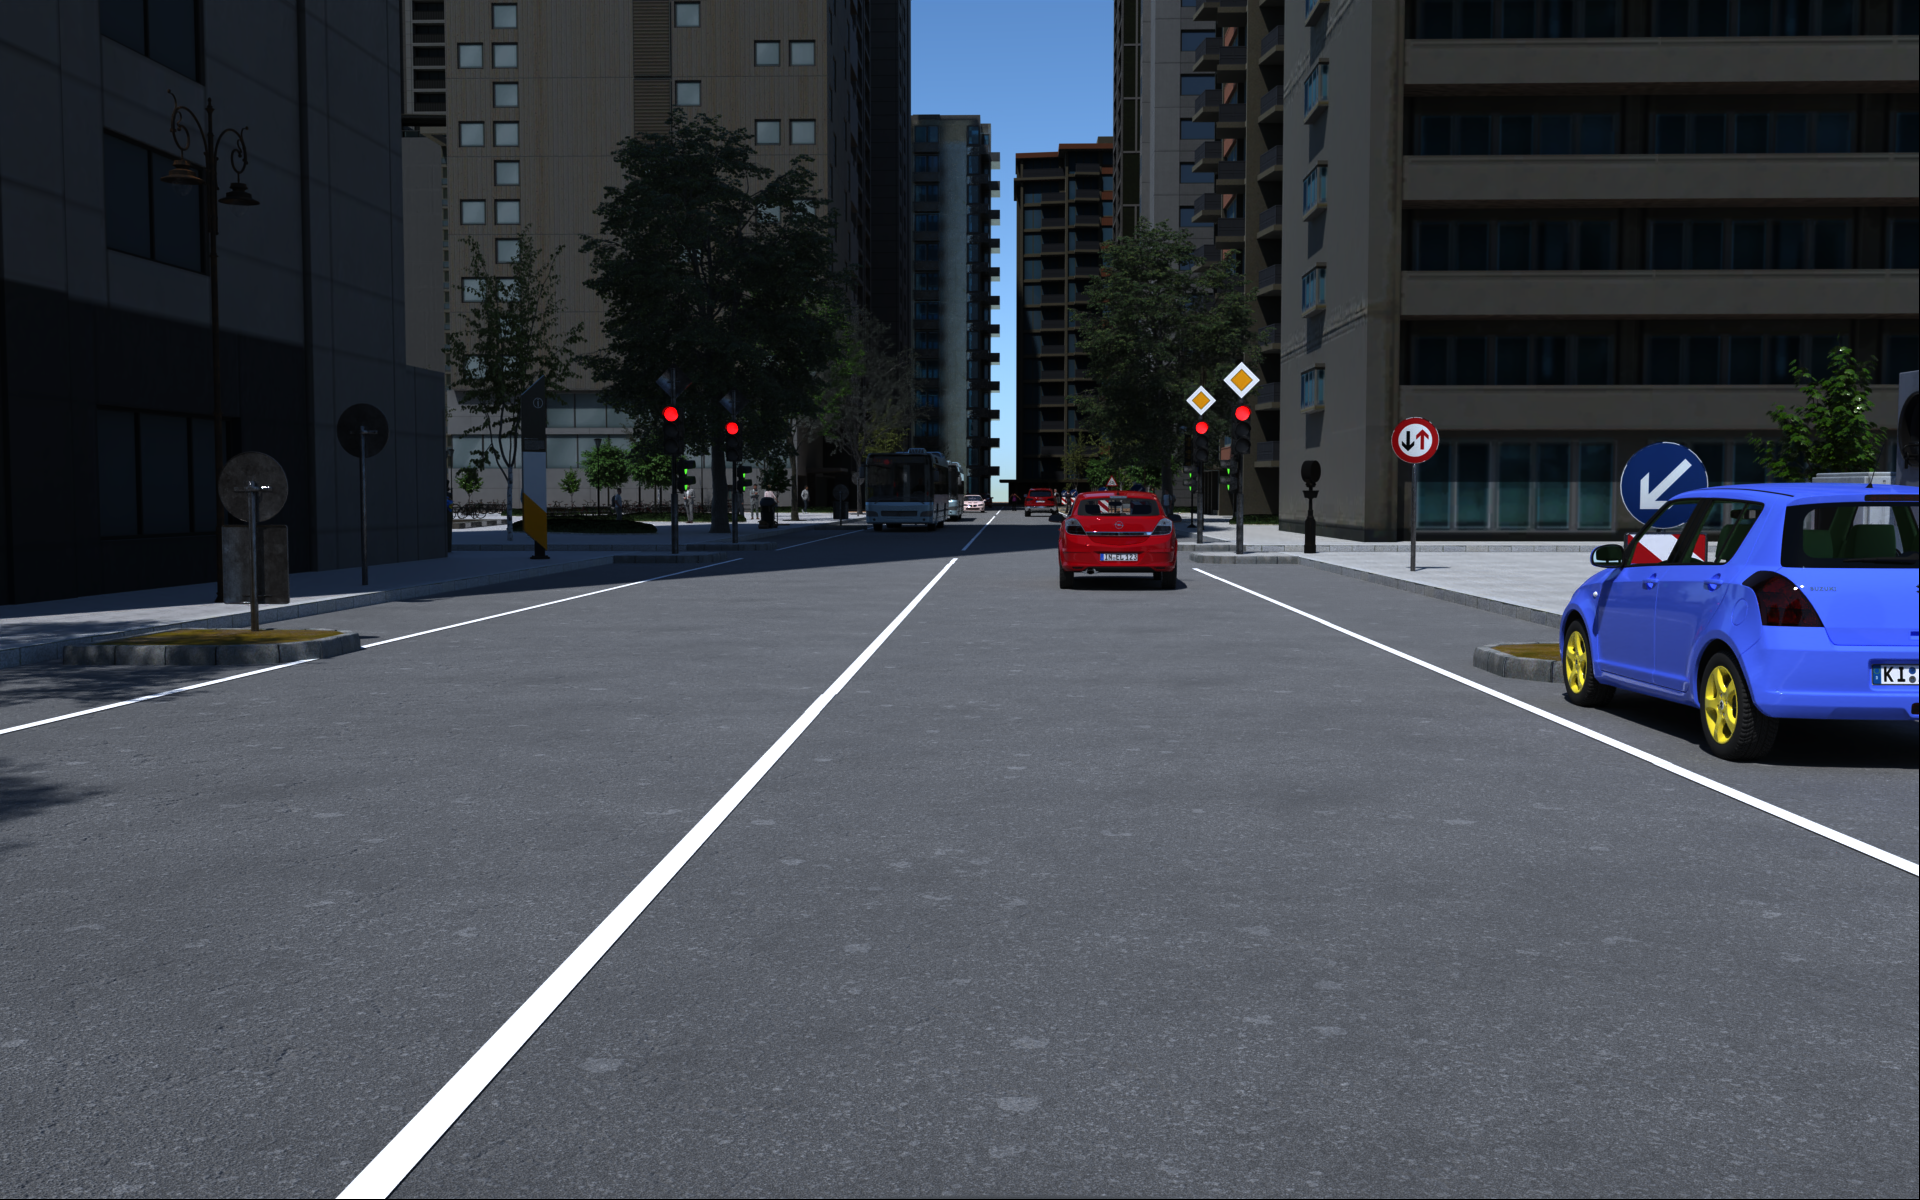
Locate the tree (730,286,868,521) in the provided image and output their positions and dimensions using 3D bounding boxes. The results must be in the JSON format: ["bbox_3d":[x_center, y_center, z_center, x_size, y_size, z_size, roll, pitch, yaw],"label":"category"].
[{"bbox_3d":[-8.058,-9.585,82.474,9.928,11.665,9.643,0,3,0],"label":"tree"}]

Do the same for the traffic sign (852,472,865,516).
[{"bbox_3d":[-5.851,-6.070,99.344,0.768,2.556,0.104,1,4,9],"label":"traffic sign"}]

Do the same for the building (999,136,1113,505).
[{"bbox_3d":[19.458,-34.268,214.910,28.867,44.769,22.147,0,4,2],"label":"building"}]

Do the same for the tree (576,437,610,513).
[{"bbox_3d":[-20.183,-7.044,98.879,4.285,4.588,4.351,0,3,0],"label":"tree"}]

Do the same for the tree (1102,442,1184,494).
[{"bbox_3d":[10.544,-6.744,93.980,4.285,4.588,4.351,0,3,0],"label":"tree"}]

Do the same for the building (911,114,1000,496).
[{"bbox_3d":[-10.190,-36.584,217.757,30.456,49.044,23.786,0,4,2],"label":"building"}]

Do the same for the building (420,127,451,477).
[{"bbox_3d":[-38.515,-29.771,178.634,23.993,40.220,32.217,0,4,2],"label":"building"}]

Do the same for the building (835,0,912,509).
[{"bbox_3d":[-15.935,-45.536,182.769,20.611,71.187,20.563,0,4,2],"label":"building"}]

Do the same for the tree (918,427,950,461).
[{"bbox_3d":[-3.161,-14.661,190.067,4.360,8.622,3.978,0,3,0],"label":"tree"}]

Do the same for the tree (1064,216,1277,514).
[{"bbox_3d":[9.449,-10.531,78.832,9.857,13.997,8.962,0,3,0],"label":"tree"}]

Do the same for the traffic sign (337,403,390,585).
[{"bbox_3d":[-8.391,-1.483,24.347,0.768,2.556,0.104,0,4,5],"label":"traffic sign"}]

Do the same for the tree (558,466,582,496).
[{"bbox_3d":[-26.573,-7.543,117.927,1.663,3.219,1.824,0,3,0],"label":"tree"}]

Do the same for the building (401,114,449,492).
[{"bbox_3d":[-58.108,-30.920,189.131,14.086,41.232,14.154,0,4,2],"label":"building"}]

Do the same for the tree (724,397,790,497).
[{"bbox_3d":[-11.197,-9.008,97.651,4.360,8.622,3.978,0,3,0],"label":"tree"}]

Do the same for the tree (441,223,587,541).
[{"bbox_3d":[-12.437,-5.961,47.825,4.737,8.622,4.395,0,3,0],"label":"tree"}]

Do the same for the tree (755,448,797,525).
[{"bbox_3d":[-7.422,-4.690,71.286,1.663,3.219,1.824,0,3,0],"label":"tree"}]

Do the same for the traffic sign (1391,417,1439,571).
[{"bbox_3d":[7.529,-1.750,28.714,0.768,2.556,0.104,1,4,11],"label":"traffic sign"}]

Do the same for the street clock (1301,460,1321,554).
[{"bbox_3d":[7.575,-2.009,37.421,0.358,2.002,0.471,3,5,41],"label":"street clock"}]

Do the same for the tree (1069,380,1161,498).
[{"bbox_3d":[10.549,-10.023,114.243,4.737,8.622,4.395,0,3,0],"label":"tree"}]

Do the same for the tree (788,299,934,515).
[{"bbox_3d":[-6.396,-12.135,108.773,12.009,13.543,11.850,0,3,0],"label":"tree"}]

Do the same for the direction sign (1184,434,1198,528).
[{"bbox_3d":[8.841,-4.520,65.902,0.876,3.537,0.379,-3,5,-40],"label":"direction sign"}]

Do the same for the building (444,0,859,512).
[{"bbox_3d":[-22.200,-33.307,133.805,28.713,52.752,27.495,0,4,2],"label":"building"}]

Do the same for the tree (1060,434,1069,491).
[{"bbox_3d":[13.244,-15.129,197.718,4.737,8.622,4.395,0,3,0],"label":"tree"}]

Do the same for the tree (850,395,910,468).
[{"bbox_3d":[-5.785,-10.785,126.702,4.737,8.622,4.395,0,3,0],"label":"tree"}]

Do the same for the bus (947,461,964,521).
[{"bbox_3d":[-1.232,-6.097,94.543,2.948,3.499,13.247,0,4,2],"label":"bus"}]

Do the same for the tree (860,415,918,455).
[{"bbox_3d":[-5.713,-11.117,132.121,4.360,8.622,3.978,0,3,0],"label":"tree"}]

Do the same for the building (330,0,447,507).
[{"bbox_3d":[-63.879,-47.623,216.892,20.611,71.187,20.563,0,4,2],"label":"building"}]

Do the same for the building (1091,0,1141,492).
[{"bbox_3d":[24.603,-45.453,181.406,20.563,71.187,20.611,0,4,2],"label":"building"}]

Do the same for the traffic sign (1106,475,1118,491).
[{"bbox_3d":[10.323,-7.202,117.759,0.884,2.594,0.081,1,4,11],"label":"traffic sign"}]

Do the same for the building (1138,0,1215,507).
[{"bbox_3d":[24.395,-36.165,133.290,21.231,58.520,28.212,0,4,2],"label":"building"}]

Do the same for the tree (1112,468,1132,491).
[{"bbox_3d":[11.671,-8.009,125.545,1.663,3.219,1.824,0,3,0],"label":"tree"}]

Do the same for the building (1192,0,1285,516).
[{"bbox_3d":[24.925,-27.164,98.757,22.147,44.769,28.867,0,4,2],"label":"building"}]

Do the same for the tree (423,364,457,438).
[{"bbox_3d":[-30.510,-8.983,97.229,4.360,8.622,3.978,0,3,0],"label":"tree"}]

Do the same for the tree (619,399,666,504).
[{"bbox_3d":[-20.688,-10.216,117.388,4.360,8.622,3.978,0,3,0],"label":"tree"}]

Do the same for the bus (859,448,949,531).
[{"bbox_3d":[-2.036,-4.612,70.258,2.948,3.499,13.247,0,4,2],"label":"bus"}]

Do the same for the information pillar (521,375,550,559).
[{"bbox_3d":[-8.356,-2.610,34.023,0.504,3.616,0.183,-3,4,-37],"label":"information pillar"}]

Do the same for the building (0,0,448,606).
[{"bbox_3d":[-21.029,-35.774,23.158,20.611,71.187,20.563,0,4,2],"label":"building"}]

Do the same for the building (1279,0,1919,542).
[{"bbox_3d":[21.588,-26.372,54.888,21.600,48.544,21.300,0,4,2],"label":"building"}]

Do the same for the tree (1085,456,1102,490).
[{"bbox_3d":[11.420,-9.383,137.117,4.285,4.588,4.351,0,3,0],"label":"tree"}]

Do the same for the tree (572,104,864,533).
[{"bbox_3d":[-7.964,-9.185,56.830,9.857,13.997,8.962,0,3,0],"label":"tree"}]

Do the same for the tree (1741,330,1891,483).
[{"bbox_3d":[10.482,-1.588,20.572,1.663,3.219,1.824,0,3,0],"label":"tree"}]

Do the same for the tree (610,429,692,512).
[{"bbox_3d":[-14.948,-6.225,85.495,4.285,4.588,4.351,0,3,0],"label":"tree"}]

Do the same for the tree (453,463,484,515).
[{"bbox_3d":[-29.735,-6.778,105.414,1.663,3.219,1.824,0,3,0],"label":"tree"}]
